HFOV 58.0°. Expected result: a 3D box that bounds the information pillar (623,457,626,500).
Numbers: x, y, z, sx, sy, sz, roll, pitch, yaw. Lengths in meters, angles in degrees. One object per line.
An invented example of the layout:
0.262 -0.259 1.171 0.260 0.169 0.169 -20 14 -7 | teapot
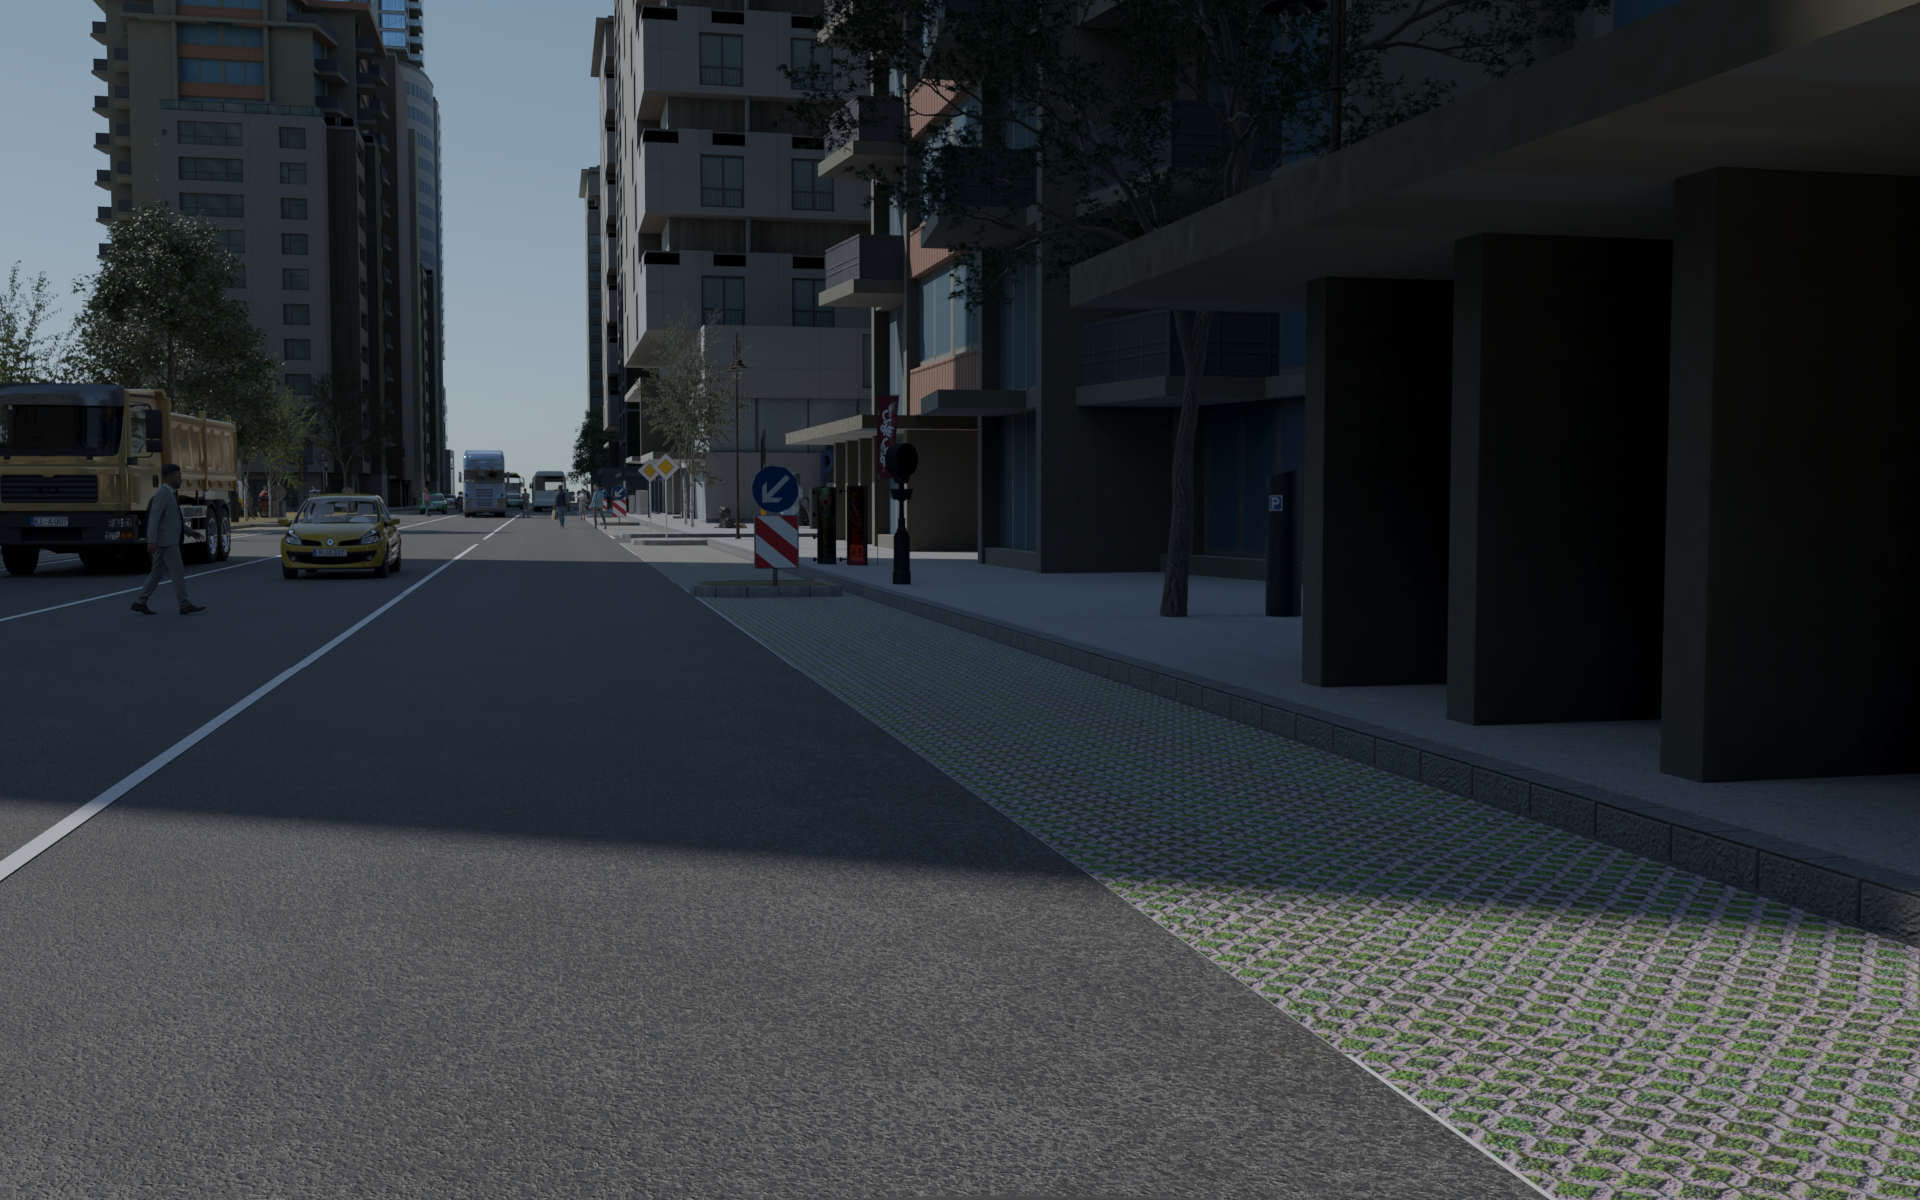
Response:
-21.511 -7.323 111.078 0.183 3.616 0.504 0 4 -5 | information pillar

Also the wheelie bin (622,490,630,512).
-23.920 -7.070 123.501 0.980 1.594 0.693 -3 4 -38 | wheelie bin

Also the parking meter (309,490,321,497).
-36.585 -5.475 97.932 0.372 1.533 0.369 0 3 0 | parking meter

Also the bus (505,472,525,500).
-50.977 -12.548 196.714 2.896 3.916 12.252 -1 4 -12 | bus

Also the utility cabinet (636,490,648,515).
-19.502 -5.976 106.381 0.318 1.500 1.173 1 4 16 | utility cabinet

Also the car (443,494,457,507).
-58.819 -11.465 199.449 2.014 1.417 4.499 -1 4 -12 | car

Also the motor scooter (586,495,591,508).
-36.748 -9.646 170.491 0.815 1.314 1.986 -1 4 -13 | motor scooter

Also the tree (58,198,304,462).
-30.667 -9.192 67.289 9.611 12.733 9.660 0 3 0 | tree

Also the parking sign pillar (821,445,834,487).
-5.591 -5.350 75.947 1.447 3.967 1.447 -3 4 -37 | parking sign pillar

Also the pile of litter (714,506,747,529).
-8.622 -3.127 65.092 1.176 0.858 1.719 -1 4 -18 | pile of litter

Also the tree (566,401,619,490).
-44.046 -18.136 213.538 9.611 12.733 9.660 0 3 0 | tree

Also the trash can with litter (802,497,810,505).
-6.100 -3.759 72.847 1.055 1.170 0.624 2 4 26 | trash can with litter

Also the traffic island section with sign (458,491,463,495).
-66.604 -13.618 231.274 1.989 1.847 2.006 -1 4 -13 | traffic island section with sign

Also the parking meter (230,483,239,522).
-32.904 -4.455 78.556 0.255 1.863 0.399 0 4 1 | parking meter

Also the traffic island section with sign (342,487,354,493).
-35.848 -5.681 101.505 1.989 1.847 2.006 -1 4 -13 | traffic island section with sign

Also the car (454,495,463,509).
-48.839 -9.661 170.544 1.945 1.354 3.894 -1 4 -15 | car

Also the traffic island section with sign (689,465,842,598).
-2.834 -0.984 24.724 1.989 1.847 2.006 -1 4 -13 | traffic island section with sign

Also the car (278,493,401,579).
-10.912 -1.249 30.653 2.015 1.641 3.980 -1 4 -13 | car

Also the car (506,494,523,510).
-41.635 -9.331 161.362 1.959 1.807 4.718 -1 4 -15 | car

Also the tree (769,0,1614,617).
2.311 -5.083 17.525 8.767 10.594 7.601 -1 4 -15 | tree

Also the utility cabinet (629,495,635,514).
-20.815 -6.039 109.906 0.306 1.237 1.020 0 4 -5 | utility cabinet

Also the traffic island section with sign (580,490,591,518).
-21.942 -5.918 105.388 1.989 1.847 2.006 -1 4 -13 | traffic island section with sign

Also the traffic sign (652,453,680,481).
-8.320 -2.874 49.181 0.795 2.593 0.064 -1 4 -13 | traffic sign

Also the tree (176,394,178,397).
-55.681 -10.447 121.163 4.737 8.622 4.395 0 3 0 | tree

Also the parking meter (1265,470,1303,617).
3.406 -0.599 18.202 0.372 1.533 0.369 0 3 0 | parking meter

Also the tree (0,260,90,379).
-30.165 -6.425 55.404 4.737 8.622 4.395 0 3 0 | tree

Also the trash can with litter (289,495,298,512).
-46.867 -6.722 120.960 1.678 1.210 2.233 0 4 6 | trash can with litter

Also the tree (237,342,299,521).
-33.908 -8.045 81.894 4.737 8.622 4.395 0 3 0 | tree

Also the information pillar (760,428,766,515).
-6.916 -4.256 60.940 0.183 3.616 0.504 0 4 6 | information pillar

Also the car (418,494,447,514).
-37.691 -7.042 123.934 1.959 1.807 4.718 -1 4 -14 | car

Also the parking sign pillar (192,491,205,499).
-33.723 -5.333 75.664 1.447 3.967 1.447 0 4 3 | parking sign pillar

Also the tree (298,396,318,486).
-36.594 -8.664 92.025 4.737 8.622 4.395 0 3 0 | tree

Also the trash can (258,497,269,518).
-37.834 -5.052 94.257 0.748 1.137 0.748 0 3 0 | trash can

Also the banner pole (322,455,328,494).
-40.315 -7.342 110.063 0.401 3.779 0.863 0 4 2 | banner pole

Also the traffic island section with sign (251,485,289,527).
-29.627 -4.076 75.275 1.989 1.847 2.006 -1 4 -13 | traffic island section with sign

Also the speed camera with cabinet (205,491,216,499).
-46.250 -6.767 104.978 2.038 3.252 0.660 -2 4 -28 | speed camera with cabinet

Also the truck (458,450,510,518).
-30.649 -7.463 111.785 2.967 4.110 18.799 -1 4 -15 | truck

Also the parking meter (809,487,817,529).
-5.330 -3.370 63.507 0.372 1.533 0.369 0 3 0 | parking meter

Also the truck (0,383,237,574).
-16.212 -2.281 33.223 3.469 3.379 9.791 -1 4 -11 | truck

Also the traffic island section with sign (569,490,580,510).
-33.363 -8.864 153.561 1.989 1.847 2.006 -1 4 -13 | traffic island section with sign

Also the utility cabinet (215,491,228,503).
-48.126 -6.344 112.400 0.318 1.500 1.173 3 4 37 | utility cabinet

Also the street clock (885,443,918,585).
-0.828 -1.224 24.577 0.358 2.002 0.471 3 5 40 | street clock

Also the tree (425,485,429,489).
-62.293 -12.593 200.495 1.663 3.219 1.824 0 3 0 | tree

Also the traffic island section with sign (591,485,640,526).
-15.619 -4.284 78.678 1.989 1.847 2.006 -1 4 -13 | traffic island section with sign

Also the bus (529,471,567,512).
-34.232 -9.122 144.004 2.948 3.499 13.247 -1 4 -15 | bus

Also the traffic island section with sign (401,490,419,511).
-47.222 -8.620 149.572 1.989 1.847 2.006 -1 4 -13 | traffic island section with sign

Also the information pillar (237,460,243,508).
-45.007 -7.145 108.170 0.504 3.616 0.183 1 4 21 | information pillar

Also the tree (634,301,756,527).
-10.179 -7.137 67.045 4.360 8.622 3.978 0 3 0 | tree

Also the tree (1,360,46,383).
-51.166 -8.821 94.584 4.360 8.622 3.978 0 3 0 | tree

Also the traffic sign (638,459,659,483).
-10.162 -3.349 56.951 0.795 2.593 0.064 -1 4 -13 | traffic sign

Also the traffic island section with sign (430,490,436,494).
-53.594 -10.260 176.383 1.989 1.847 2.006 -1 4 -13 | traffic island section with sign

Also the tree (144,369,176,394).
-44.345 -8.804 94.313 4.360 8.622 3.978 0 3 0 | tree

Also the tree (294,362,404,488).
-43.002 -11.447 121.575 8.767 10.594 7.601 0 4 0 | tree
